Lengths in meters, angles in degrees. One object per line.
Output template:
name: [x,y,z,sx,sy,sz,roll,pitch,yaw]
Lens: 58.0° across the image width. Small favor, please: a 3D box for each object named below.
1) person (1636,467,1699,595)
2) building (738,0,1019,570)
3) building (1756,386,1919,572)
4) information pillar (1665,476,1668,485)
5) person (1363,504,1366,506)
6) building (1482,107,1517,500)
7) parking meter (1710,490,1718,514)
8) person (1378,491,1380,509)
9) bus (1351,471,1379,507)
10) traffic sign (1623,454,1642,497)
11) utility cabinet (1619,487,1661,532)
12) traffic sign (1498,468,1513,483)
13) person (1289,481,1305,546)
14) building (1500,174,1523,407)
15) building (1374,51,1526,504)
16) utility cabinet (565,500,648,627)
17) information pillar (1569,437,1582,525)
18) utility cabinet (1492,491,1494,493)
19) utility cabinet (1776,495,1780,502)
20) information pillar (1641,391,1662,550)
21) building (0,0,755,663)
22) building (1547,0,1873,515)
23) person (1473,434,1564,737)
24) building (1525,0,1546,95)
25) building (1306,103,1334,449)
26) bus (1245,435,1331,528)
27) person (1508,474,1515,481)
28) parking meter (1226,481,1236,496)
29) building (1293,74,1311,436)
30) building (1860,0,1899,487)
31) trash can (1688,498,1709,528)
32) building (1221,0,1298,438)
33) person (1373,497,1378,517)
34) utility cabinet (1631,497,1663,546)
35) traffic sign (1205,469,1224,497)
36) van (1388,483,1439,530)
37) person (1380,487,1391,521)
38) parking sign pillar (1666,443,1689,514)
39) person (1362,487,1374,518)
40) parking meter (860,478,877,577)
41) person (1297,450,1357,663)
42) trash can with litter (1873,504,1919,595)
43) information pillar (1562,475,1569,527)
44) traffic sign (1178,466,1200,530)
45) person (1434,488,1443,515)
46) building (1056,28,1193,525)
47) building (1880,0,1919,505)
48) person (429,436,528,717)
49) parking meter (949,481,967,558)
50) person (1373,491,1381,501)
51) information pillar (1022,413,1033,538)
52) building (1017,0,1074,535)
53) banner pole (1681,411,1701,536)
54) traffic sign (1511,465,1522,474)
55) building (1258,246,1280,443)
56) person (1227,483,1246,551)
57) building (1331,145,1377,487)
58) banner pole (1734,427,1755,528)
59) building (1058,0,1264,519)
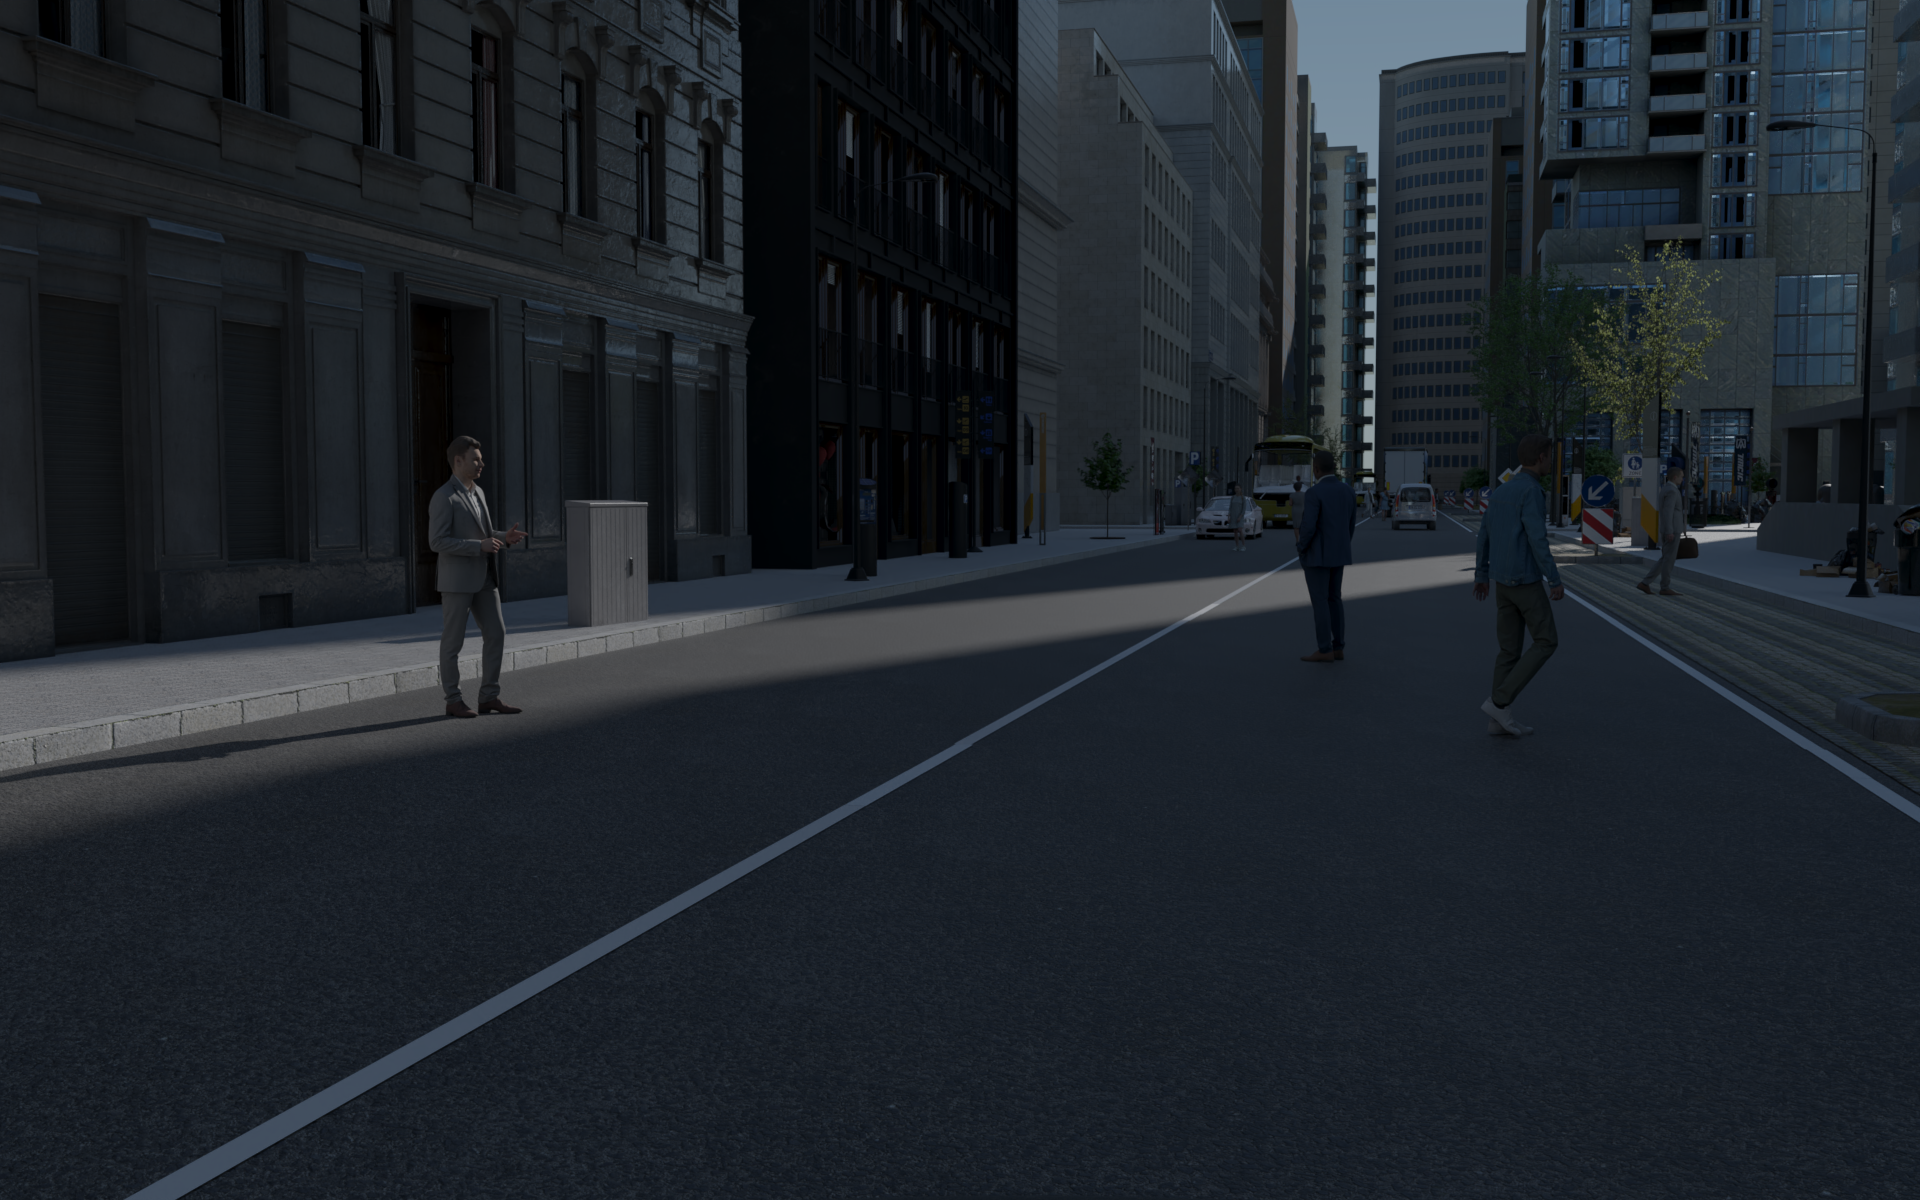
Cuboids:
person: [10.002,-0.963,24.365,0.853,1.813,0.709,1,4,9]
building: [-6.462,-12.732,37.843,12.332,23.373,15.834,1,4,15]
building: [32.172,-20.551,27.887,32.217,40.220,23.993,1,4,15]
information pillar: [28.455,-3.979,69.547,0.304,2.012,0.304,2,4,28]
person: [47.756,-11.910,204.171,0.436,1.711,0.756,-1,4,-17]
building: [68.098,-33.639,200.102,14.600,45.320,14.200,1,4,15]
parking meter: [45.398,-5.863,104.265,0.372,1.533,0.369,0,3,0]
person: [39.347,-9.376,162.620,0.721,1.723,1.217,0,4,-5]
bus: [44.481,-12.143,190.076,2.896,3.916,12.252,1,4,14]
traffic sign: [16.998,-2.539,43.648,0.606,2.300,0.079,1,4,19]
utility cabinet: [21.296,-2.790,54.292,1.173,1.500,0.318,0,4,1]
traffic sign: [20.929,-3.824,66.159,0.795,2.450,0.064,1,4,15]
person: [9.406,-2.376,47.700,0.716,1.782,0.532,0,4,4]
building: [56.346,-23.566,157.008,14.160,30.474,14.107,1,4,15]
building: [69.579,-42.020,229.033,28.212,58.520,21.231,1,4,15]
utility cabinet: [-3.487,-0.369,17.191,0.306,1.237,1.020,1,4,22]
information pillar: [25.383,-4.890,71.312,0.504,3.616,0.183,-2,4,-27]
utility cabinet: [36.222,-6.640,117.235,0.318,1.500,1.173,0,4,0]
utility cabinet: [44.643,-5.117,94.819,0.306,1.237,1.020,-3,5,-39]
information pillar: [15.888,-2.963,39.802,0.183,3.616,0.504,-1,4,-23]
building: [-10.160,-10.449,19.997,9.793,20.994,18.267,1,4,15]
building: [49.357,-49.293,118.606,22.319,86.520,31.000,1,4,15]
person: [3.272,-0.084,10.215,0.444,1.785,0.601,0,4,-6]
building: [53.760,-30.091,142.101,14.600,45.320,14.200,1,4,15]
building: [27.524,-35.804,205.001,30.456,49.044,23.786,1,4,15]
bus: [14.572,-5.141,75.606,2.896,3.916,12.252,1,4,16]
person: [11.194,-1.626,34.959,0.514,1.842,0.818,-2,4,-28]
parking meter: [12.224,-4.423,78.030,0.399,1.863,0.255,3,5,42]
building: [25.837,-29.488,165.720,14.154,41.232,14.086,1,4,15]
building: [90.294,-46.020,190.675,20.611,71.187,20.563,1,4,15]
trash can: [27.678,-3.259,64.932,0.748,1.137,0.748,0,3,0]
building: [21.856,-30.670,151.568,14.600,45.320,14.200,1,4,15]
person: [25.828,-5.774,107.594,0.332,1.250,0.352,-1,4,-13]
utility cabinet: [17.129,-1.932,42.755,1.020,1.237,0.306,2,4,25]
traffic sign: [10.101,-3.997,68.995,0.795,2.450,0.064,1,4,15]
van: [18.302,-3.844,69.868,2.013,2.044,4.112,1,4,13]
person: [22.546,-5.088,91.776,0.616,1.811,0.778,1,4,18]
parking sign pillar: [37.468,-6.238,90.456,1.447,3.967,1.447,-1,4,-13]
person: [24.065,-5.734,102.132,0.514,1.842,0.818,-3,5,-42]
parking meter: [-1.480,-1.137,27.005,0.372,1.533,0.369,0,3,0]
person: [3.142,-0.374,14.799,0.721,1.800,0.419,-3,5,-42]
trash can with litter: [12.055,-0.656,22.109,0.624,1.170,1.055,0,4,-3]
information pillar: [23.866,-3.916,68.515,0.304,2.012,0.304,-1,4,-9]
traffic sign: [8.085,-3.524,61.267,0.795,2.450,0.064,1,4,15]
person: [32.061,-6.608,116.517,0.794,1.824,0.713,-1,4,-23]
building: [4.518,-13.797,80.333,10.420,20.320,16.860,1,4,15]
building: [55.418,-27.627,71.314,30.456,49.044,23.786,1,4,15]
person: [-3.097,-0.149,11.142,0.583,1.804,0.606,1,4,11]
parking meter: [-0.042,-1.607,34.690,0.372,1.533,0.369,0,3,0]
person: [38.676,-9.287,161.064,1.217,1.735,0.721,-2,4,-27]
information pillar: [1.973,-3.587,49.995,0.183,3.616,0.504,-1,4,-23]
building: [-8.839,-16.466,56.608,23.554,28.519,14.401,1,4,15]
banner pole: [22.223,-3.830,52.629,0.863,3.779,0.401,-2,4,-33]
traffic sign: [18.913,-3.351,58.432,0.795,2.450,0.064,1,4,15]
building: [16.207,-17.598,129.524,13.314,21.916,24.055,1,4,15]
person: [7.017,-2.092,43.712,0.512,1.701,0.522,2,4,32]
building: [41.409,-37.843,238.340,30.456,49.044,23.786,1,4,15]
banner pole: [29.603,-4.609,65.376,0.401,3.779,0.863,-3,4,-38]
building: [11.033,-19.875,102.446,11.434,29.767,29.804,1,4,15]
